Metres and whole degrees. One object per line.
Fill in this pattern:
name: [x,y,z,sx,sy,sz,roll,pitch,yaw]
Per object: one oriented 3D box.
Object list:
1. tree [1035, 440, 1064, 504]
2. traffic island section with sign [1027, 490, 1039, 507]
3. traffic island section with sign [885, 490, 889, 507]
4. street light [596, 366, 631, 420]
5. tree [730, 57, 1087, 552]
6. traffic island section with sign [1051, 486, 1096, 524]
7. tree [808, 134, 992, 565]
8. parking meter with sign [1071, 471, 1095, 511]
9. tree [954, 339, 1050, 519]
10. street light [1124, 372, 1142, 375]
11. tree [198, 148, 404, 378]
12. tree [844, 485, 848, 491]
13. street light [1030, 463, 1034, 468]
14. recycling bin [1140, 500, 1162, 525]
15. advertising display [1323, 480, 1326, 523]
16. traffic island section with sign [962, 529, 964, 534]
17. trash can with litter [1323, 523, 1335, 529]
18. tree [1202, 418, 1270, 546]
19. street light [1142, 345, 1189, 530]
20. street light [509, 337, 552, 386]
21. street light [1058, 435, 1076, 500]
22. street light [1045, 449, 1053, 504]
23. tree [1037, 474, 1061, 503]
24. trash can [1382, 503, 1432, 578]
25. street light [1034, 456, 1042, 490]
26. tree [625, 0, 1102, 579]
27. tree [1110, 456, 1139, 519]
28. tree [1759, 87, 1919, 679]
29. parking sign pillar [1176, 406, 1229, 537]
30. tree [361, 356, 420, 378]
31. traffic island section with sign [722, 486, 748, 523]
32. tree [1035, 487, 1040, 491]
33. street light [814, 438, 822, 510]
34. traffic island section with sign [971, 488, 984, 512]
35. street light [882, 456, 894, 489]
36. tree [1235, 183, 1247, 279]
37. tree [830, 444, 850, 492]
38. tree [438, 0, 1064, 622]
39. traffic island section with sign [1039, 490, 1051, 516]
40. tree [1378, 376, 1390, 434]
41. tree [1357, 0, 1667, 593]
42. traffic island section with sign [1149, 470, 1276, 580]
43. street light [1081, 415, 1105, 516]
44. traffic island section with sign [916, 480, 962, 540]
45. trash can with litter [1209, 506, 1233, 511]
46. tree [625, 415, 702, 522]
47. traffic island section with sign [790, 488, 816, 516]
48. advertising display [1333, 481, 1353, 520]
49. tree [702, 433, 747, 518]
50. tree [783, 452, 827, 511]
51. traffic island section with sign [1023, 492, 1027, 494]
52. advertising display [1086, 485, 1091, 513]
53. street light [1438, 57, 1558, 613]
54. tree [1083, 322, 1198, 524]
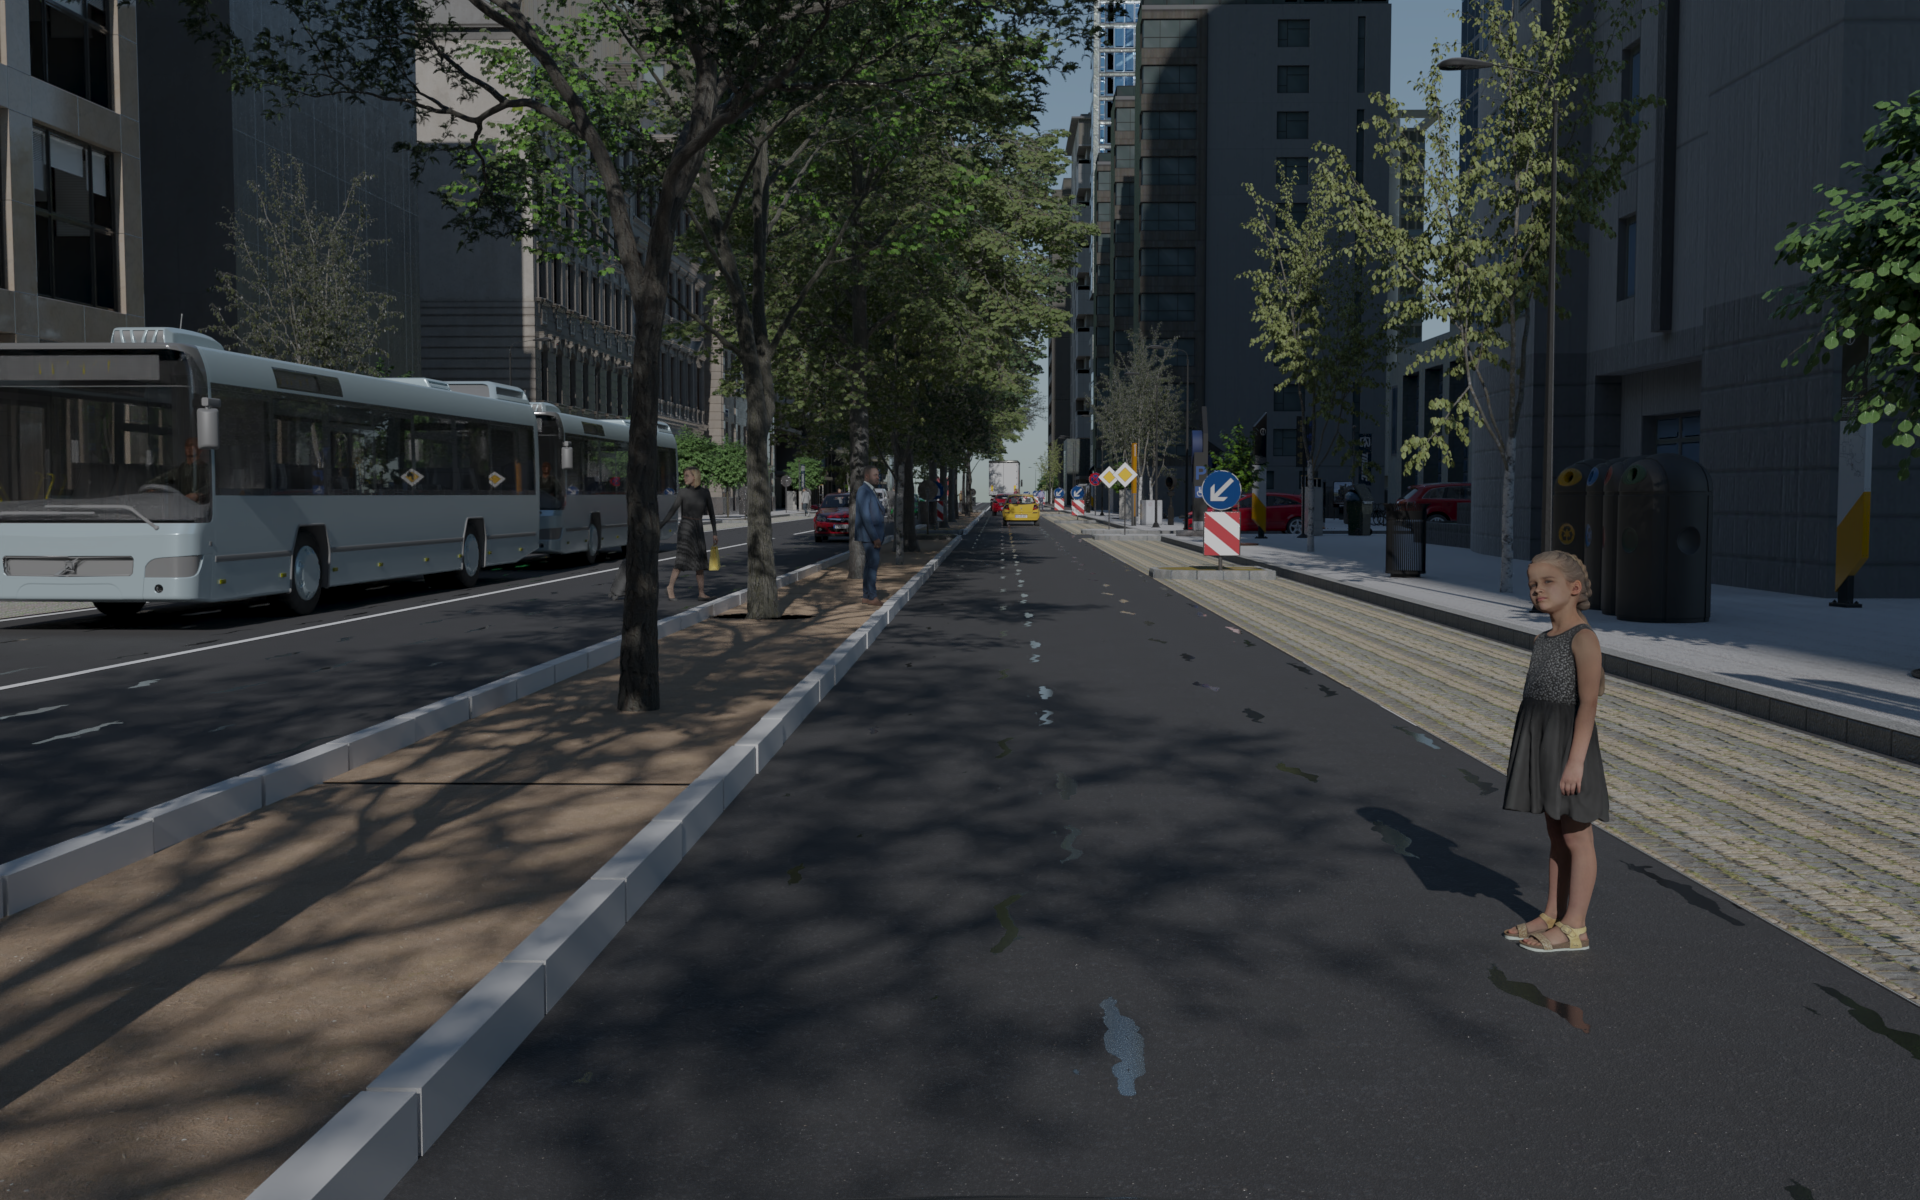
tree: [12.138,-17.176,231.183,4.737,8.622,4.395,0,3,0]
traffic island section with sign: [7.455,-9.352,161.529,1.989,1.847,2.006,0,4,1]
traffic island section with sign: [-8.080,-11.077,189.737,1.989,1.847,2.006,0,4,1]
street light: [-12.624,-5.530,62.957,1.470,5.913,1.316,0,4,1]
tree: [-1.322,-8.137,42.145,9.857,13.997,8.962,0,3,0]
traffic island section with sign: [5.607,-4.640,84.498,1.989,1.847,2.006,0,4,1]
tree: [-1.246,-5.013,34.787,4.737,8.622,4.395,0,3,0]
parking meter with sign: [9.320,-8.263,131.364,1.738,3.016,0.543,0,4,1]
tree: [0.461,-12.045,109.770,12.009,13.543,11.850,0,3,0]
street light: [6.954,-5.721,66.071,1.470,5.913,1.316,0,4,1]
tree: [-13.782,-5.297,36.971,4.360,8.622,3.978,0,3,0]
tree: [-11.251,-11.911,189.339,1.663,3.219,1.824,0,3,0]
street light: [11.729,-17.634,260.848,1.470,5.913,1.316,0,4,1]
recycling bin: [7.877,-3.600,71.414,0.722,1.027,0.722,-1,4,-17]
advertising display: [16.293,-4.419,77.463,0.123,1.923,0.974,1,4,12]
traffic island section with sign: [-0.868,-3.305,62.167,2.006,1.907,1.989,0,4,1]
trash can with litter: [12.508,-3.203,63.429,2.233,1.210,1.678,2,4,23]
tree: [7.071,-2.980,43.321,1.663,3.219,1.824,0,3,0]
street light: [6.566,-4.995,54.212,1.470,5.913,1.316,0,4,1]
street light: [-12.797,-4.830,51.505,1.470,5.913,1.316,0,4,1]
street light: [8.723,-10.341,141.621,1.470,5.913,1.316,0,4,1]
street light: [9.600,-12.535,177.491,1.470,5.913,1.316,0,4,1]
tree: [12.231,-15.540,237.784,4.285,4.588,4.351,0,3,0]
trash can: [6.874,-0.920,26.692,0.748,1.137,0.748,0,3,0]
street light: [10.715,-15.417,224.611,1.470,5.913,1.316,0,4,1]
tree: [-1.583,-6.592,28.358,7.486,12.596,7.792,0,3,0]
tree: [8.319,-5.762,88.817,1.663,3.219,1.824,0,3,0]
tree: [7.343,-1.721,11.846,4.285,4.588,4.351,0,3,0]
parking sign pillar: [7.299,-3.925,52.654,1.447,3.967,1.447,0,4,6]
tree: [-13.819,-3.531,41.444,4.285,4.588,4.351,0,3,0]
traffic island section with sign: [-10.603,-4.699,85.456,1.989,1.847,2.006,0,4,1]
tree: [13.304,-18.034,289.460,1.663,3.219,1.824,0,3,0]
street light: [-10.737,-10.209,139.458,1.470,5.913,1.316,0,4,1]
traffic island section with sign: [0.938,-7.899,137.283,2.006,1.907,1.989,0,4,1]
street light: [-8.943,-14.622,211.618,1.470,5.913,1.316,0,4,1]
tree: [7.940,-5.373,38.211,4.737,8.622,4.395,0,3,0]
tree: [-10.527,-13.301,167.840,4.360,8.622,3.978,0,3,0]
tree: [-2.364,-5.590,19.613,9.928,11.665,9.643,0,3,0]
traffic island section with sign: [6.250,-6.289,111.445,1.989,1.847,2.006,0,4,1]
tree: [24.554,-8.739,93.239,4.360,8.622,3.978,0,3,0]
tree: [6.985,-4.414,22.532,4.737,8.622,4.395,0,3,0]
traffic island section with sign: [4.275,-1.288,29.682,1.989,1.847,2.006,0,4,1]
street light: [7.822,-7.905,101.791,1.470,5.913,1.316,0,4,1]
traffic island section with sign: [-1.056,-2.852,54.762,2.006,1.907,1.989,0,4,1]
trash can with litter: [7.252,-2.261,48.352,0.624,1.170,1.055,0,4,-4]
tree: [-13.314,-5.288,70.174,4.285,4.588,4.351,0,3,0]
traffic island section with sign: [-9.957,-6.347,112.403,1.989,1.847,2.006,0,4,1]
advertising display: [19.000,-4.936,85.921,0.974,1.923,0.123,1,4,22]
tree: [-12.751,-5.960,81.164,4.285,4.588,4.351,0,3,0]
tree: [-11.796,-9.078,132.141,4.285,4.588,4.351,0,3,0]
traffic island section with sign: [8.134,-11.052,189.330,1.989,1.847,2.006,0,4,1]
advertising display: [8.700,-6.865,117.449,0.123,1.923,0.974,-1,4,-11]
street light: [5.792,-2.817,18.593,1.470,5.913,1.316,0,4,1]
tree: [7.620,-7.581,74.317,4.360,8.622,3.978,0,3,0]
